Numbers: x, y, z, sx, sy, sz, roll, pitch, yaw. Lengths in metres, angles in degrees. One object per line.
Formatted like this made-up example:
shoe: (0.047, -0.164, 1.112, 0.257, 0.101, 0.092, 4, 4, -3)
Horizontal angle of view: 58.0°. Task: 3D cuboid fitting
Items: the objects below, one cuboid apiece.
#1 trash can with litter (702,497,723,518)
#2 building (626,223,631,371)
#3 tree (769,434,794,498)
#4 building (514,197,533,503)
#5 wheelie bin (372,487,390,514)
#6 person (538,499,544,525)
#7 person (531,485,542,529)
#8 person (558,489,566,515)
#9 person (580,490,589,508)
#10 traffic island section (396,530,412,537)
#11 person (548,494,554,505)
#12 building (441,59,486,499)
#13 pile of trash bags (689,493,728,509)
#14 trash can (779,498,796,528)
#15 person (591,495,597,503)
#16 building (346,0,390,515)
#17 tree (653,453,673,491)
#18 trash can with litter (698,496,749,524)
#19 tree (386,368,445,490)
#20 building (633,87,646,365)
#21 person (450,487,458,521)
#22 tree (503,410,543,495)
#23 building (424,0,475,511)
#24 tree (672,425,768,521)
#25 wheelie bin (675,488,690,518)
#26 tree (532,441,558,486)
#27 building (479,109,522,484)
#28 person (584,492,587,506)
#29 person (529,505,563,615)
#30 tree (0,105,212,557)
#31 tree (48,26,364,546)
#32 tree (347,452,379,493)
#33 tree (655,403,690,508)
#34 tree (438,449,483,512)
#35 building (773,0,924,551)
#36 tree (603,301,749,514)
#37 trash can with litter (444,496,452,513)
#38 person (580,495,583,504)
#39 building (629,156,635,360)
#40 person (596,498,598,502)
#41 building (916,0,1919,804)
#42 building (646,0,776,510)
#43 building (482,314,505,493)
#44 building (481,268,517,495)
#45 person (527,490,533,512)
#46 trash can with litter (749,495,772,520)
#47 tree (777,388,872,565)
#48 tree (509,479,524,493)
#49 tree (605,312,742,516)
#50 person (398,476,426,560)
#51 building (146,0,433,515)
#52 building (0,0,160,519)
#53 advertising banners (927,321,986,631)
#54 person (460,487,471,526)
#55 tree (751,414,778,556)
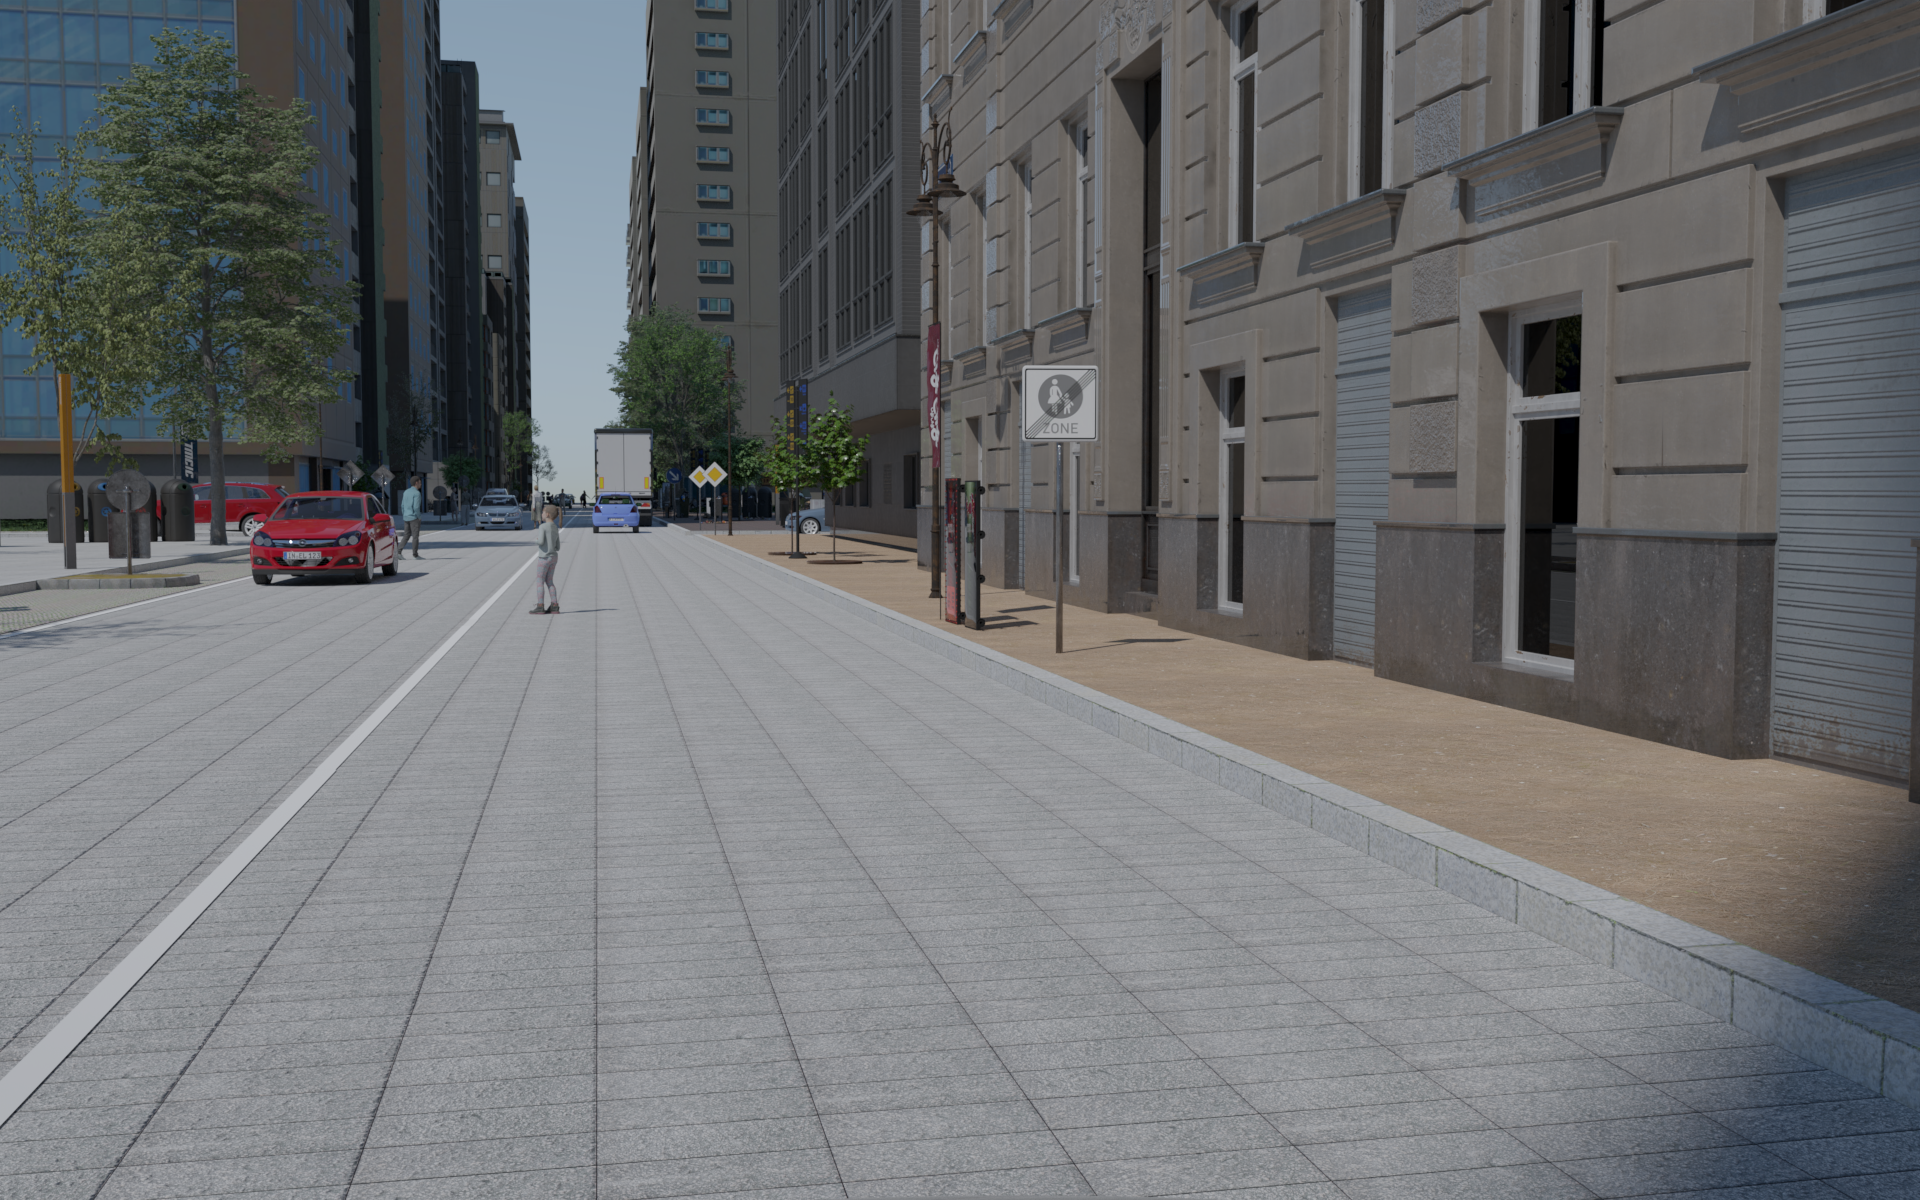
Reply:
trash can with litter: (-13.088, -4.892, 91.370, 0.624, 1.170, 1.055, 3, 4, 37)
building: (-42.101, -40.290, 278.349, 23.786, 49.044, 30.456, -1, 4, -12)
tree: (-12.183, -10.776, 126.550, 4.360, 8.622, 3.978, 0, 3, 0)
building: (-76.927, -39.195, 264.533, 21.300, 48.544, 21.600, -1, 4, -12)
wheelie bin: (-26.667, -4.390, 79.689, 0.693, 1.594, 0.980, -3, 4, -37)
person: (-19.171, -4.154, 79.011, 0.503, 1.515, 0.523, -3, 4, -39)
person: (-17.316, -3.809, 71.000, 0.478, 1.798, 0.641, -2, 4, -29)
person: (-26.734, -6.583, 116.320, 0.511, 1.800, 0.466, 0, 4, -3)
person: (-38.409, -10.317, 177.200, 1.348, 1.823, 0.705, 2, 4, 26)
traffic island section: (-19.776, -2.269, 59.382, 2.009, 0.180, 2.903, -1, 4, -12)
person: (-41.171, -9.956, 174.505, 0.697, 1.427, 0.421, 3, 5, 41)
building: (-51.148, -28.989, 157.572, 14.154, 41.232, 14.086, -1, 4, -12)
pile of trash bags: (-18.677, -7.350, 129.928, 1.912, 1.369, 3.447, 3, 5, 39)
trash can: (-6.543, -3.322, 65.966, 0.748, 1.137, 0.748, 0, 3, 0)
person: (-33.297, -9.194, 158.803, 0.705, 1.826, 1.348, 2, 4, 25)
building: (-37.561, -19.376, 88.503, 14.160, 30.474, 14.107, -1, 4, -12)
tree: (-20.881, -8.499, 122.669, 4.285, 4.588, 4.351, 0, 3, 0)
trash can with litter: (-10.689, -3.972, 75.999, 1.678, 1.210, 2.233, -3, 4, -38)
tree: (-32.102, -9.218, 101.075, 4.360, 8.622, 3.978, 0, 3, 0)
building: (-26.115, -35.238, 199.845, 21.300, 48.544, 21.600, -1, 4, -12)
person: (-24.812, -4.665, 85.105, 0.374, 1.781, 0.599, -3, 4, -36)
tree: (-53.932, -17.205, 207.063, 9.928, 11.665, 9.643, 0, 3, 0)
building: (-50.393, -42.867, 139.125, 20.563, 71.187, 20.611, -1, 4, -12)
tree: (-10.559, -6.041, 82.482, 4.285, 4.588, 4.351, 0, 3, 0)
wheelie bin: (-15.011, -5.249, 93.727, 0.693, 1.594, 0.980, -2, 4, -34)
tree: (-70.578, -21.640, 288.223, 7.601, 10.594, 8.767, -1, 4, -15)
building: (-75.394, -39.737, 238.946, 28.713, 52.752, 27.495, -1, 4, -12)
person: (-44.045, -11.870, 203.504, 0.436, 1.711, 0.756, -1, 4, -18)
person: (-4.951, -0.482, 20.663, 0.394, 1.301, 0.425, 0, 4, 5)
tree: (-17.213, -5.100, 33.747, 4.737, 8.622, 4.395, 0, 3, 0)
tree: (-18.995, -7.648, 43.180, 7.486, 12.596, 7.792, 0, 3, 0)
tree: (-26.936, -5.070, 77.503, 1.663, 3.219, 1.824, 0, 3, 0)
tree: (-23.323, -11.370, 136.257, 4.360, 8.622, 3.978, 0, 3, 0)
tree: (-36.551, -8.751, 126.796, 4.285, 4.588, 4.351, 0, 3, 0)
building: (3.607, -15.216, 42.294, 14.314, 27.812, 24.014, -1, 4, -12)
tree: (-18.589, -12.640, 113.325, 9.857, 13.997, 8.962, 0, 3, 0)
trash can with litter: (-34.902, -6.537, 118.260, 0.624, 1.170, 1.055, 0, 4, -7)
person: (-43.514, -11.466, 199.209, 0.421, 1.427, 0.697, 0, 4, 3)
building: (-34.218, -37.580, 238.140, 21.300, 48.544, 21.600, -1, 4, -12)
person: (-26.359, -7.223, 126.689, 0.616, 1.811, 0.778, -3, 4, -37)
building: (7.271, -13.502, 18.029, 12.463, 27.353, 25.104, -1, 4, -12)
building: (-16.083, -32.253, 151.037, 21.300, 48.544, 21.600, -1, 4, -12)
building: (-61.895, -20.370, 178.093, 27.650, 21.520, 28.899, -1, 4, -12)
building: (-64.220, -27.465, 220.748, 14.160, 30.474, 14.107, -1, 4, -12)
person: (-34.699, -8.020, 140.344, 1.217, 1.735, 0.721, 3, 5, 40)
trash can with litter: (-10.428, -4.681, 87.592, 1.678, 1.210, 2.233, -3, 5, -43)
tree: (-2.448, -2.276, 31.822, 1.663, 3.219, 1.824, 0, 3, 0)
tree: (-51.405, -12.558, 199.921, 1.663, 3.219, 1.824, 0, 3, 0)
tree: (-16.116, -10.640, 99.714, 9.928, 11.665, 9.643, 0, 3, 0)
person: (-11.964, -1.781, 37.632, 0.660, 1.820, 0.620, 3, 4, 36)
building: (-41.620, -28.115, 109.793, 14.600, 45.320, 14.200, -1, 4, -12)
building: (-31.874, -25.476, 66.646, 14.600, 45.320, 14.200, -1, 4, -12)
advertising banners: (-0.064, -1.278, 17.087, 0.090, 3.025, 2.074, -1, 4, -14)
person: (-22.371, -4.235, 78.293, 0.362, 1.759, 0.519, 3, 5, 43)
tree: (-3.508, -2.553, 36.337, 1.663, 3.219, 1.824, 0, 3, 0)
